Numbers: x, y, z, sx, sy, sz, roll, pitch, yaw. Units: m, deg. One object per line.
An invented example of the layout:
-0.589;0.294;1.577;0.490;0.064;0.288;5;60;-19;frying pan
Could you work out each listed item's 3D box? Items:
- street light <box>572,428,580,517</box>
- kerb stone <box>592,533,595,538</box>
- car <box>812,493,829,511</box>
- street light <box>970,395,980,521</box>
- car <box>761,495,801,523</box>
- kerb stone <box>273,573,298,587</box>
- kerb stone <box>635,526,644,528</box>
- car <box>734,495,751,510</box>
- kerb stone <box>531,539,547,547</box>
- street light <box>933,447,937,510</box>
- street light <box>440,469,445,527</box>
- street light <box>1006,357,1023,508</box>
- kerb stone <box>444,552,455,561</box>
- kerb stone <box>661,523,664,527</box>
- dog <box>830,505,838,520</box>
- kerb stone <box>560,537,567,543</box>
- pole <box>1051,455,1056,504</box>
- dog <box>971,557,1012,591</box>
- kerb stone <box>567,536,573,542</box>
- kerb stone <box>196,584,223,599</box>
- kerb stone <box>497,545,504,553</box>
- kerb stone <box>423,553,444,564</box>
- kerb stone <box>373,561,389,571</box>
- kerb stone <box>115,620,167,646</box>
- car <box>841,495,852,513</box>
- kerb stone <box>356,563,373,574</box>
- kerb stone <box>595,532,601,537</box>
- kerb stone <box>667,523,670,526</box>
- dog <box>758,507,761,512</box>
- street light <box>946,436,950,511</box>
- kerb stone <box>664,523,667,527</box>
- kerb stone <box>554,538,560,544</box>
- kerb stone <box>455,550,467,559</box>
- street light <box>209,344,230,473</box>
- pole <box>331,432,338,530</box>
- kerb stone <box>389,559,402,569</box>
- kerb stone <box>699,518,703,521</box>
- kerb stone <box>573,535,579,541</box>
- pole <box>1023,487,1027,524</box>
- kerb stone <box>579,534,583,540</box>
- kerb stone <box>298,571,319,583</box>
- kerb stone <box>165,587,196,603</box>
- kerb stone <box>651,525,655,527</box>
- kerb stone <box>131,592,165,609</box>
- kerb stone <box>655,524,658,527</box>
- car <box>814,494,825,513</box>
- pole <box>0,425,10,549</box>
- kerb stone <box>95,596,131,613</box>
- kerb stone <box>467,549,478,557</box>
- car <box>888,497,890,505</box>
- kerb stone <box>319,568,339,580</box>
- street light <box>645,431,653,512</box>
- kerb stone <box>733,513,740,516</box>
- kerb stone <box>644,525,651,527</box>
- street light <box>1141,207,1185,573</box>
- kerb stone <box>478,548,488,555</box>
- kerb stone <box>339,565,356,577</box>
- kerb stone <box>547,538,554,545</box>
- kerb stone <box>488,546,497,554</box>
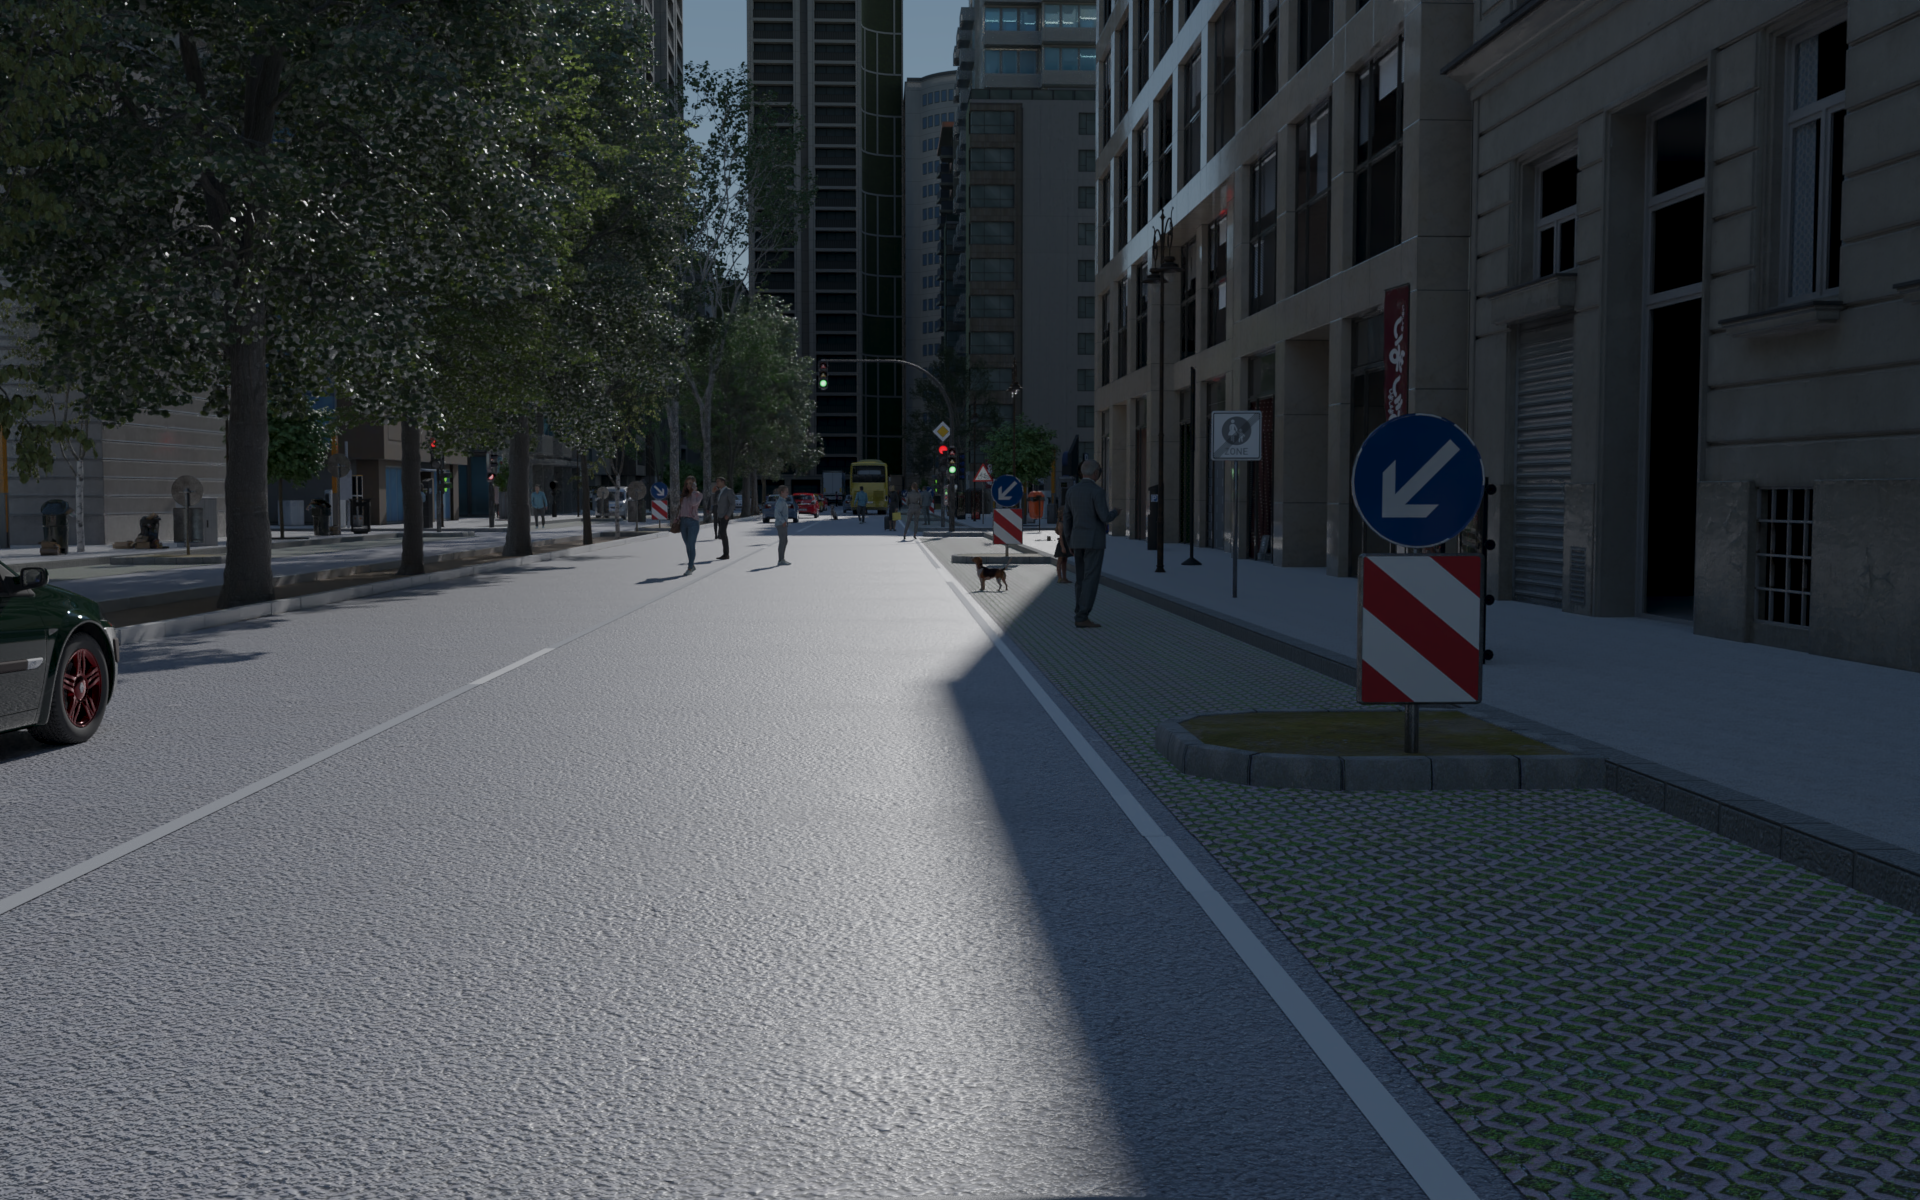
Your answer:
-21.295;-7.565;96.481;0.468;5.910;1.993;0;4;-3;street light
-11.968;-2.049;55.742;0.120;0.150;1.000;0;4;-3;kerb stone
-12.337;-8.526;148.441;2.155;1.783;4.494;0;4;-1;car
0.688;-6.623;81.074;0.468;5.910;1.993;0;4;-3;street light
-9.033;-4.610;87.368;2.014;1.417;4.499;0;4;-4;car
-10.613;-0.296;27.042;0.120;0.150;1.000;0;4;-3;kerb stone
-12.525;-2.771;67.499;0.120;0.150;1.000;0;4;-3;kerb stone
-19.348;-8.610;153.140;2.083;1.381;4.827;0;4;-2;car
-11.576;-1.548;47.540;0.120;0.150;1.000;0;4;-3;kerb stone
-2.085;-10.304;141.257;0.468;5.910;1.993;0;4;-3;street light
-19.955;-5.738;66.600;0.468;5.910;1.993;0;4;-3;street light
1.837;-5.252;58.659;0.468;5.910;1.993;0;4;-3;street light
-11.100;-0.923;37.283;0.120;0.150;1.000;0;4;-3;kerb stone
-12.819;-3.147;73.642;0.120;0.150;1.000;0;4;-3;kerb stone
-6.817;-4.807;95.434;0.800;0.831;0.513;-1;4;-21;dog
-11.728;-1.736;50.629;0.120;0.150;1.000;0;4;-3;kerb stone
4.055;-4.975;75.185;0.158;3.312;0.155;0;3;0;pole
0.465;-0.387;25.621;0.540;0.507;0.406;-1;4;-13;dog
-11.780;-1.801;51.649;0.120;0.150;1.000;0;4;-3;kerb stone
-10.458;-0.109;23.974;0.120;0.150;1.000;0;4;-3;kerb stone
-11.331;-1.236;42.401;0.120;0.150;1.000;0;4;-3;kerb stone
-11.039;-0.860;36.262;0.120;0.150;1.000;0;4;-3;kerb stone
-10.856;-0.610;32.169;0.120;0.150;1.000;0;4;-3;kerb stone
-8.015;0.326;16.870;0.120;0.150;1.000;0;4;-3;kerb stone
-8.042;-7.336;131.953;2.014;1.417;4.499;0;4;-4;car
-10.815;-0.547;31.145;0.120;0.150;1.000;0;4;-3;kerb stone
-12.071;-2.177;57.783;0.120;0.150;1.000;0;4;-3;kerb stone
-12.915;-3.273;75.706;0.120;0.150;1.000;0;4;-3;kerb stone
-14.758;-6.667;128.296;0.406;0.507;0.540;1;4;10;dog
-0.716;-8.468;111.239;0.468;5.910;1.993;0;4;-3;street light
-12.869;-3.205;74.681;0.120;0.150;1.000;0;4;-3;kerb stone
-11.672;-1.676;49.601;0.120;0.150;1.000;0;4;-3;kerb stone
-11.134;-0.985;38.308;0.120;0.150;1.000;0;4;-3;kerb stone
-18.999;-4.410;44.894;0.468;5.910;1.993;0;4;-3;street light
-19.935;-3.758;55.283;0.158;3.312;0.155;0;3;0;pole
-10.908;-0.673;33.192;0.120;0.150;1.000;0;4;-3;kerb stone
-13.690;-4.274;92.072;0.120;0.150;1.000;0;4;-3;kerb stone
-11.817;-1.864;52.671;0.120;0.150;1.000;0;4;-3;kerb stone
2.742;-4.886;73.731;0.158;3.312;0.155;0;3;0;pole
-11.864;-1.927;53.701;0.120;0.150;1.000;0;4;-3;kerb stone
-10.660;-0.359;28.069;0.120;0.150;1.000;0;4;-3;kerb stone
-10.416;-0.046;22.953;0.120;0.150;1.000;0;4;-3;kerb stone
-12.669;-2.959;70.575;0.120;0.150;1.000;0;4;-3;kerb stone
-10.364;0.018;21.927;0.120;0.150;1.000;0;4;-3;kerb stone
-12.713;-3.021;71.596;0.120;0.150;1.000;0;4;-3;kerb stone
-11.560;-7.606;134.585;2.015;1.641;3.980;0;4;-1;car
-22.439;-2.860;40.598;0.158;3.312;0.155;0;3;0;pole
-10.319;0.079;20.902;0.120;0.150;1.000;0;4;-3;kerb stone
-11.188;-1.048;39.330;0.120;0.150;1.000;0;4;-3;kerb stone
-7.947;-12.584;215.334;1.945;1.707;3.694;0;4;-3;car
-10.699;-0.422;29.101;0.120;0.150;1.000;0;4;-3;kerb stone
-22.783;-9.442;127.165;0.468;5.910;1.993;0;4;-3;street light
-14.716;-5.590;113.589;0.120;0.150;1.000;0;4;-3;kerb stone
-12.618;-2.897;69.554;0.120;0.150;1.000;0;4;-3;kerb stone
3.283;-3.390;28.220;0.468;5.910;1.993;0;4;-3;street light
-11.232;-1.102;40.358;0.120;0.150;1.000;0;4;-3;kerb stone
-10.761;-0.485;30.125;0.120;0.150;1.000;0;4;-3;kerb stone
-11.625;-1.613;48.573;0.120;0.150;1.000;0;4;-3;kerb stone
-11.286;-1.171;41.379;0.120;0.150;1.000;0;4;-3;kerb stone
